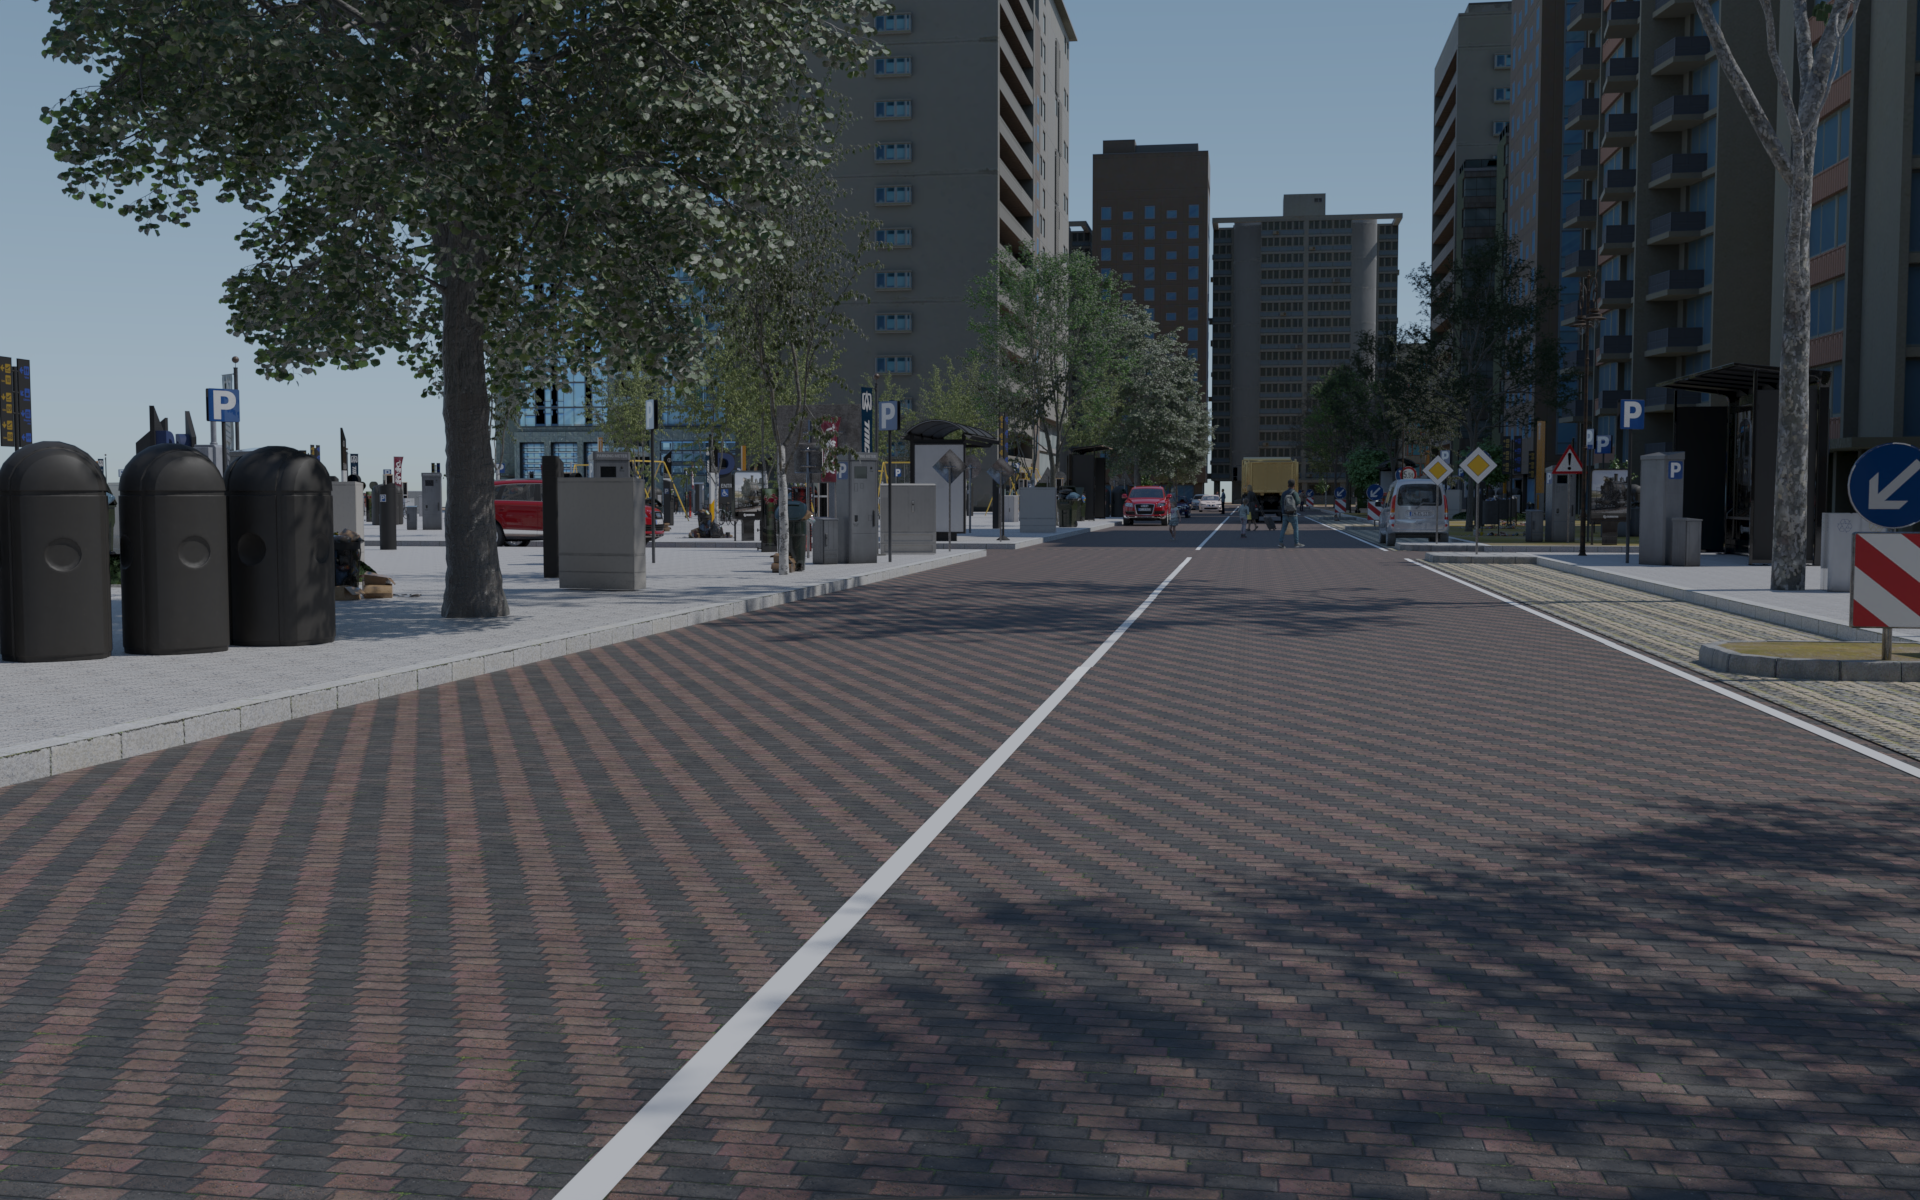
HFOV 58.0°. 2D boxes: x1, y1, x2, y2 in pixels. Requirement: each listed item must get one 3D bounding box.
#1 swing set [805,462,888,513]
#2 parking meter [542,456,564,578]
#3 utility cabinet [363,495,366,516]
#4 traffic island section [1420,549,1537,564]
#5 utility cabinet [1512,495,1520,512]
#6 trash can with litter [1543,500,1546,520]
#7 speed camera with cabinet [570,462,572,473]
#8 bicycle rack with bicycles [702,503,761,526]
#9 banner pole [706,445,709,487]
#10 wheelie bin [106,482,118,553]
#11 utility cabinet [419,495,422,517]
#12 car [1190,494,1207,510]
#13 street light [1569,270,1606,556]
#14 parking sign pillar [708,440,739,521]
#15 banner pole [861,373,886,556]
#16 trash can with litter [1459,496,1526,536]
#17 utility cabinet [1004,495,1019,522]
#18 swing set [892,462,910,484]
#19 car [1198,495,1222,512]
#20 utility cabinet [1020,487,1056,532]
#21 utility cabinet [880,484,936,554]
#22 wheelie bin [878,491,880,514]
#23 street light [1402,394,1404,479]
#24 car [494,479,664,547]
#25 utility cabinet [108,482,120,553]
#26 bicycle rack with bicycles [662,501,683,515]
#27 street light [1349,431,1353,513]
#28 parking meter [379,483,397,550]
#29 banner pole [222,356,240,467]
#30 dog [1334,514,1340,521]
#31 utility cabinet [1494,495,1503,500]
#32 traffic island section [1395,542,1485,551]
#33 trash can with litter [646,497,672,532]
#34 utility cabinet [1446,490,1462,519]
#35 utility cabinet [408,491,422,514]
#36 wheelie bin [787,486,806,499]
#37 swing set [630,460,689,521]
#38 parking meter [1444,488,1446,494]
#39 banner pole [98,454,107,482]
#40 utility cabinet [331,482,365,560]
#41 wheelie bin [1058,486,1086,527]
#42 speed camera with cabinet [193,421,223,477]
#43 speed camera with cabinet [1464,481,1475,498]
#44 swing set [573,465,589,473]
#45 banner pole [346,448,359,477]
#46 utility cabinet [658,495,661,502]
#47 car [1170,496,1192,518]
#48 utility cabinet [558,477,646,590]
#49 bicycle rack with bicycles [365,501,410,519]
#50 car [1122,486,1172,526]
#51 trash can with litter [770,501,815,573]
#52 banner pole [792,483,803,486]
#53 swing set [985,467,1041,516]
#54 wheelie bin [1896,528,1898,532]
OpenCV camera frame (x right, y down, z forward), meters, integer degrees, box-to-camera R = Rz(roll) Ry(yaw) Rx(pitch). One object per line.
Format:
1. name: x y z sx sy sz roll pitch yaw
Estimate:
1. swing set: -4.676 -3.846 60.509 3.119 2.851 2.862 2 4 29
2. parking meter: -6.240 -1.278 26.599 0.255 1.863 0.399 0 4 2
3. utility cabinet: -40.036 -6.421 116.143 1.020 1.237 0.306 0 4 -7
4. traffic island section: 10.983 -0.886 36.761 2.009 0.180 2.903 1 4 9
5. utility cabinet: 34.266 -5.855 106.895 0.306 1.237 1.020 0 4 2
6. trash can with litter: 29.071 -4.564 86.003 0.624 1.170 1.055 -2 4 -29
7. speed camera with cabinet: -24.287 -6.835 106.082 0.660 3.252 2.038 -3 4 -38
8. bicycle rack with bicycles: -9.402 -3.558 71.558 2.852 0.926 2.925 -1 4 -17
9. banner pole: -11.181 -5.342 77.358 0.401 3.779 0.863 1 4 15
10. wheelie bin: -15.872 -1.453 31.657 0.980 1.594 0.693 1 4 12
11. utility cabinet: -30.368 -5.368 98.924 1.020 1.237 0.306 -1 4 -14
12. car: 21.369 -8.626 153.032 2.014 1.417 4.499 1 4 11
13. street light: 12.945 -3.857 35.842 0.468 5.910 1.993 1 4 9
14. parking sign pillar: -11.193 -5.709 81.806 1.447 3.967 1.447 -2 4 -28
15. banner pole: -1.841 -2.803 35.838 0.401 3.779 0.863 2 4 27
16. trash can with litter: 16.618 -2.567 53.027 2.233 1.210 1.678 2 4 30
17. utility cabinet: 2.263 -4.172 79.372 0.306 1.237 1.020 -2 4 -35
18. swing set: -2.495 -5.305 84.359 3.119 2.851 2.862 1 4 16
19. car: 20.108 -7.739 138.897 2.083 1.381 4.827 0 4 8
20. utility cabinet: 2.576 -2.963 57.126 1.173 1.500 0.318 1 4 10
21. utility cabinet: -1.104 -1.717 36.749 1.173 1.500 0.318 0 4 -6
22. wheelie bin: -4.876 -6.291 110.768 0.980 1.594 0.693 2 4 29
23. street light: 19.903 -6.425 77.839 0.468 5.910 1.993 1 4 9
24. car: -10.074 -2.131 43.519 5.304 1.827 2.281 0 4 8
25. utility cabinet: -15.807 -1.477 32.830 0.318 1.500 1.173 -3 5 -40
26. bicycle rack with bicycles: -18.438 -5.808 108.339 2.852 0.926 2.925 -1 4 -14
27. street light: 26.574 -8.867 117.763 0.468 5.910 1.993 1 4 9
28. parking meter: -13.162 -1.922 39.833 0.372 1.533 0.369 0 3 0
29. banner pole: -13.309 -2.549 31.698 0.401 3.779 0.863 -3 5 -44
30. dog: 19.836 -4.324 90.889 0.748 0.427 0.550 -2 4 -30
31. utility cabinet: 34.939 -6.180 112.198 1.020 1.237 0.306 -3 5 -44
32. traffic island section: 12.304 -1.367 44.636 2.009 0.180 2.903 1 4 9
33. trash can with litter: -10.338 -2.915 59.054 0.624 1.170 1.055 2 4 25
34. utility cabinet: 25.115 -4.900 88.794 1.173 1.500 0.318 3 5 40
35. utility cabinet: -34.739 -6.240 110.703 1.173 1.500 0.318 0 4 -7
36. wheelie bin: -6.355 -3.700 68.395 0.980 1.594 0.693 -1 4 -11
37. swing set: -14.594 -5.110 81.170 2.862 2.851 3.119 1 4 20
38. parking meter: 18.306 -3.523 66.012 0.372 1.533 0.369 0 3 0
39. banner pole: -53.307 -7.203 107.786 0.401 3.779 0.863 1 4 19
40. utility cabinet: -11.254 -1.360 30.911 1.173 1.500 0.318 1 4 8
41. wheelie bin: 4.165 -3.602 66.800 0.980 1.594 0.693 2 4 28
42. speed camera with cabinet: -14.061 -2.373 33.132 0.660 3.252 2.038 0 4 7
43. speed camera with cabinet: 32.407 -7.225 112.458 2.038 3.252 0.660 1 4 12
44. swing set: -18.872 -5.754 91.697 3.119 2.851 2.862 0 4 6
45. banner pole: -32.996 -6.358 93.972 0.863 3.779 0.401 -3 5 -44
46. utility cabinet: -17.880 -5.527 101.531 0.306 1.237 1.020 -3 4 -38
47. car: 13.086 -5.653 105.014 1.945 1.354 3.894 1 4 9
48. utility cabinet: -4.776 -0.884 23.125 1.173 1.500 0.318 1 4 22
49. bicycle rack with bicycles: -29.186 -4.582 88.293 2.852 0.926 2.925 0 4 4
50. car: 8.637 -4.351 79.817 2.281 1.827 5.304 1 4 9
51. trash can with litter: -2.778 -1.050 28.560 0.624 1.170 1.055 0 4 6
52. banner pole: -8.907 -6.365 94.088 0.863 3.779 0.401 1 4 21
53. swing set: 3.345 -6.385 102.014 2.862 2.851 3.119 -2 4 -30
54. wheelie bin: 25.651 -2.457 48.088 0.693 1.594 0.980 -1 4 -21
